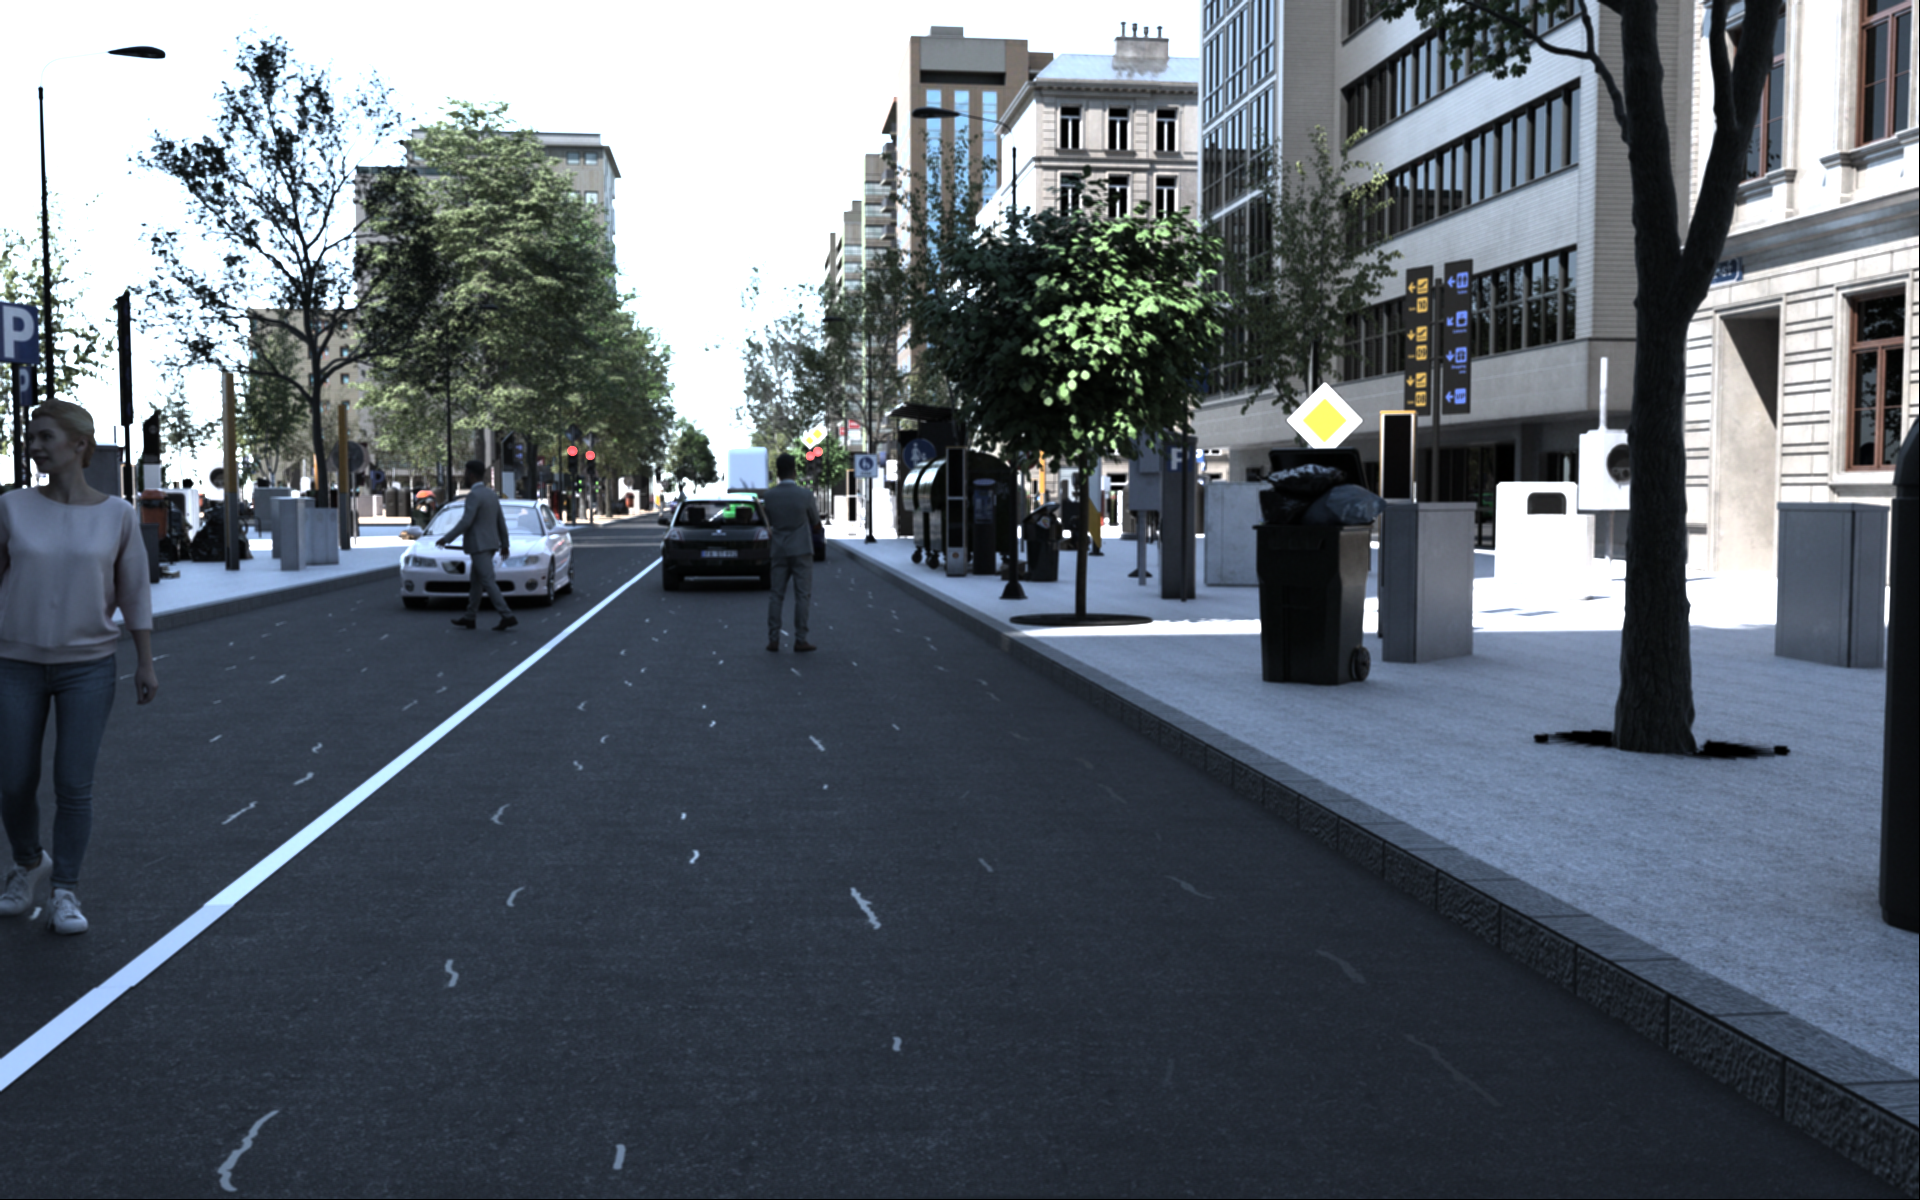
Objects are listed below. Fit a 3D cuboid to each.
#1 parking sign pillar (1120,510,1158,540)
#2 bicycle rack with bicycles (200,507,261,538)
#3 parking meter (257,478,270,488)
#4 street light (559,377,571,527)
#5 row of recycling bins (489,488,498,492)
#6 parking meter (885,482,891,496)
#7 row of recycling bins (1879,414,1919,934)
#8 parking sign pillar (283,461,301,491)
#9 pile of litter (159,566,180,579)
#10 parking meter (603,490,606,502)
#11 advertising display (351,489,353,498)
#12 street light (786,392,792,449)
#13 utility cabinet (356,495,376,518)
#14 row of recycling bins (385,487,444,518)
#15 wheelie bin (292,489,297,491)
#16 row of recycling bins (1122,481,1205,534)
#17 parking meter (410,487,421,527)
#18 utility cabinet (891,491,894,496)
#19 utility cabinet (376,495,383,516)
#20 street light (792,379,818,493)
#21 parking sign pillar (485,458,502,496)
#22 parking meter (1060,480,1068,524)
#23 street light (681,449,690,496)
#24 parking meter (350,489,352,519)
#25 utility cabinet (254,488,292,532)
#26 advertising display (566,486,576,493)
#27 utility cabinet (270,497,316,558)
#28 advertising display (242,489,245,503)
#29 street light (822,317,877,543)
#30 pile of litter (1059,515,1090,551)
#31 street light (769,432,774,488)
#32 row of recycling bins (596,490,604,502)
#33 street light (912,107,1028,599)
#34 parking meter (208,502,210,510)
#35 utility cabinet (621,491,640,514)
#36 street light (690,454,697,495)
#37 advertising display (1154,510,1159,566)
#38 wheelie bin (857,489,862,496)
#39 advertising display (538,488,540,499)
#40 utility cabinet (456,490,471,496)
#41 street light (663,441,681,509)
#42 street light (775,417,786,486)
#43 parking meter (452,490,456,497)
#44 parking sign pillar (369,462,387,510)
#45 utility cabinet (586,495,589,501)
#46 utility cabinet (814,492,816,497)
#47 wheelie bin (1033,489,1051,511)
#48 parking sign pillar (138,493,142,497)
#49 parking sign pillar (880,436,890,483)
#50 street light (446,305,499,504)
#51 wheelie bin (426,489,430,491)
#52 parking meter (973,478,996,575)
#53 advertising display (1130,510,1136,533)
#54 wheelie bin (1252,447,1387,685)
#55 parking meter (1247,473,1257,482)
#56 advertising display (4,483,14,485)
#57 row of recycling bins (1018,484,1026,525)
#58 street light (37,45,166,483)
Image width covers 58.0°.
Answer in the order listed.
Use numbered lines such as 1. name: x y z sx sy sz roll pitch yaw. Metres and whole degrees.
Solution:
1. parking sign pillar: 5.200 -3.669 48.458 1.447 3.967 1.447 1 4 11
2. bicycle rack with bicycles: -21.716 -2.265 50.417 2.925 0.926 2.852 2 4 27
3. parking meter: -24.812 -3.429 61.768 0.399 1.863 0.255 0 4 4
4. street light: -14.993 -5.798 67.341 1.470 5.913 1.316 0 4 -7
5. row of recycling bins: -31.400 -6.644 115.744 1.069 1.692 3.534 -1 4 -13
6. parking meter: -3.320 -4.416 77.918 0.399 1.863 0.255 -1 4 -17
7. row of recycling bins: 3.646 0.200 3.846 1.069 1.692 3.534 -1 4 -21
8. parking sign pillar: -52.704 -9.067 136.725 1.447 3.967 1.447 -1 4 -14
9. pile of litter: -12.733 -0.772 26.591 1.719 0.858 1.176 3 5 43
10. parking meter: -24.285 -6.754 118.833 0.372 1.533 0.369 0 3 0
11. advertising display: -47.470 -7.950 135.197 0.974 1.923 0.123 2 4 33
12. street light: -7.036 -6.503 78.858 1.470 5.913 1.316 0 4 -7
13. utility cabinet: -32.397 -5.071 94.074 0.306 1.237 1.020 3 4 38
14. row of recycling bins: -29.903 -5.368 94.880 3.534 1.692 1.069 1 4 15
15. wheelie bin: -40.175 -5.910 104.542 0.980 1.594 0.693 3 5 41
16. row of recycling bins: 6.586 -3.011 56.341 1.069 1.692 3.534 -3 4 -38
17. parking meter: -18.826 -3.153 59.957 0.372 1.533 0.369 0 3 0
18. utility cabinet: -5.716 -7.905 137.930 0.318 1.500 1.173 2 4 34
19. utility cabinet: -33.734 -5.452 100.303 0.306 1.237 1.020 0 4 3
20. street light: -5.873 -5.946 69.752 1.470 5.913 1.316 0 4 -7
21. parking sign pillar: -35.622 -8.911 134.161 1.447 3.967 1.447 3 4 36
22. parking meter: 4.257 -3.975 70.704 0.255 1.863 0.399 -1 4 -9
23. street light: -28.643 -12.500 176.919 1.470 5.913 1.316 0 4 -7
24. parking meter: -21.868 -3.421 61.647 0.399 1.863 0.255 -1 4 -17
25. utility cabinet: -23.206 -3.048 58.513 1.173 1.500 0.318 0 4 -1
26. advertising display: -32.224 -8.463 143.580 0.123 1.923 0.974 3 5 43
27. utility cabinet: -13.469 -1.460 35.034 0.306 1.237 1.020 1 4 18
28. advertising display: -54.805 -7.776 132.345 0.123 1.923 0.974 -2 4 -29
29. street light: -2.905 -4.469 45.605 1.470 5.913 1.316 0 4 -7
30. pile of litter: 2.477 -1.583 39.847 1.176 0.858 1.719 1 4 19
31. street light: -13.161 -9.515 128.106 1.470 5.913 1.316 0 4 -7
32. row of recycling bins: -28.981 -8.513 146.293 3.534 1.692 1.069 0 4 -6
33. street light: 0.119 -2.965 21.017 1.470 5.913 1.316 0 4 -7
34. parking meter: -45.132 -5.872 104.419 0.372 1.533 0.369 0 3 0
35. utility cabinet: -20.846 -6.170 109.555 1.173 1.500 0.318 0 4 2
36. street light: -31.711 -14.000 201.448 1.470 5.913 1.316 0 4 -7
37. advertising display: 3.580 -1.560 30.724 0.123 1.923 0.974 0 4 2
38. wheelie bin: -6.832 -6.404 112.606 0.980 1.594 0.693 2 4 24
39. advertising display: -34.179 -8.213 139.503 0.974 1.923 0.123 2 4 34
40. utility cabinet: -25.188 -4.901 88.810 1.173 1.500 0.318 -2 4 -29
41. street light: -25.548 -11.000 152.389 1.470 5.913 1.316 0 4 -7
42. street light: -10.163 -8.038 103.963 1.470 5.913 1.316 0 4 -7
43. parking meter: -34.259 -6.643 117.026 0.372 1.533 0.369 0 3 0
44. parking sign pillar: -48.084 -9.455 143.067 1.447 3.967 1.447 -3 5 -43
45. utility cabinet: -31.546 -8.288 146.665 0.306 1.237 1.020 -1 4 -18
46. utility cabinet: -10.956 -7.882 137.545 1.173 1.500 0.318 1 4 11
47. wheelie bin: 3.267 -3.735 68.983 0.693 1.594 0.980 0 4 -3
48. parking sign pillar: -62.806 -8.812 132.540 1.447 3.967 1.447 1 4 17
49. parking sign pillar: -3.417 -5.557 79.332 1.447 3.967 1.447 0 4 -1
50. street light: -12.034 -4.289 42.662 1.470 5.913 1.316 0 4 -7
51. wheelie bin: -35.414 -6.556 115.096 0.980 1.594 0.693 -3 5 -44
52. parking meter: 0.385 -1.168 27.506 0.372 1.533 0.369 0 3 0
53. advertising display: 5.489 -2.842 51.685 0.974 1.923 0.123 -2 4 -32
54. wheelie bin: 2.435 -0.241 11.842 0.980 1.594 0.693 2 4 34
55. parking meter: 8.013 -2.561 47.590 0.255 1.863 0.399 0 4 2
56. advertising display: -52.753 -5.584 96.504 0.974 1.923 0.123 0 4 6
57. row of recycling bins: 0.945 -3.913 71.090 3.534 1.692 1.069 0 4 -4
58. street light: -8.924 -2.783 18.037 1.470 5.913 1.316 0 4 -7
